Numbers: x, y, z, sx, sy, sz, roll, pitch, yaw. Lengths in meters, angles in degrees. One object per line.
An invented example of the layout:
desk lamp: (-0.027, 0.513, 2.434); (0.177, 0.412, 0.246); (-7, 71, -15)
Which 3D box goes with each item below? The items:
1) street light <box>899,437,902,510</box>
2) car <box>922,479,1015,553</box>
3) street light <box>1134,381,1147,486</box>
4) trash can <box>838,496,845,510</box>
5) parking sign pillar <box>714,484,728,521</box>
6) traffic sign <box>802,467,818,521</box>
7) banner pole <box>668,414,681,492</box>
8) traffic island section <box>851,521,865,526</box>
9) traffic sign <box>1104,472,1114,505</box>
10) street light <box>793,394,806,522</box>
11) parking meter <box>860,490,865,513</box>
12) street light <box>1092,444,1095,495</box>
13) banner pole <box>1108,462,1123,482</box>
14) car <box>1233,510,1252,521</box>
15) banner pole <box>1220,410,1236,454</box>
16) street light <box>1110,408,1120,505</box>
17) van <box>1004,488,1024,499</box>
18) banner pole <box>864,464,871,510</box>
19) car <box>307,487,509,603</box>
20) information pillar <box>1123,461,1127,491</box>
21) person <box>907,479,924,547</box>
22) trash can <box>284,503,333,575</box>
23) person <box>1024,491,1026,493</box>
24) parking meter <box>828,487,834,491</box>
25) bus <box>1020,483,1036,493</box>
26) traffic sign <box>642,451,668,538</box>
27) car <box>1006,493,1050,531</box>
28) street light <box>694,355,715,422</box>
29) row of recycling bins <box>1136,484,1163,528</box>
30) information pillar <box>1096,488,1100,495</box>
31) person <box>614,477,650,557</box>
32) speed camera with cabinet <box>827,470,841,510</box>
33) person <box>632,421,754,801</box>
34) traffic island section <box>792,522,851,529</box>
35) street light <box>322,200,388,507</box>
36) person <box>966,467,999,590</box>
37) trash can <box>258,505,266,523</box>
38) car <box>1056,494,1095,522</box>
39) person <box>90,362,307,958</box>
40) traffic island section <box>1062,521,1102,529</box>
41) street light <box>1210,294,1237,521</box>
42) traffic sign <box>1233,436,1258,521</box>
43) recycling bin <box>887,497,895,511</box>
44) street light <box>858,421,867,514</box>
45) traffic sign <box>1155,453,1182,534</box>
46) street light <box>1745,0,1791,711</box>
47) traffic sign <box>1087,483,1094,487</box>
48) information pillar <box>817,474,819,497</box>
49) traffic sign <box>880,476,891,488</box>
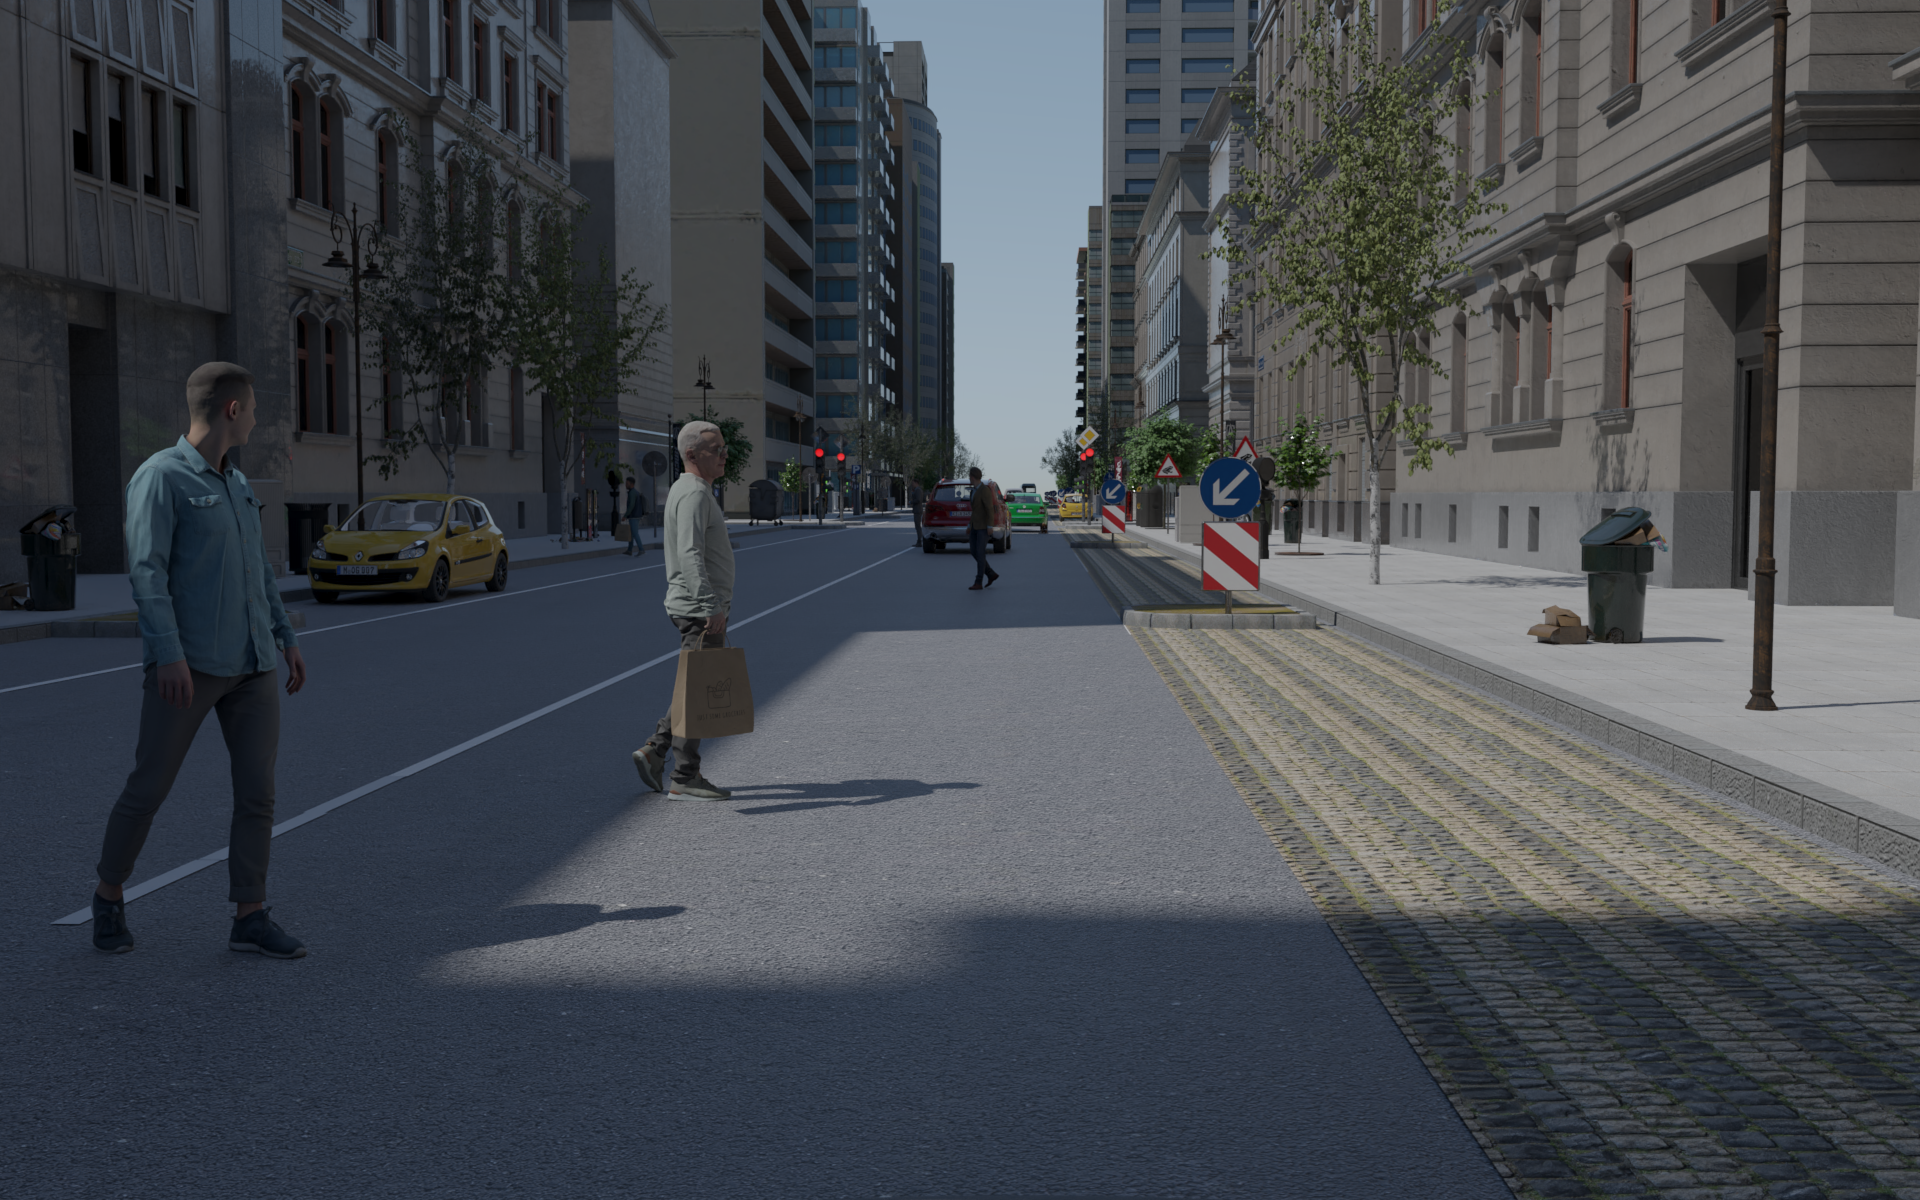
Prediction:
street light: (-4.771, -10.282, 140.890); (0.468, 5.910, 1.993); (0, 4, 2)
car: (0.216, -2.133, 43.545); (2.281, 1.827, 5.304); (0, 4, 4)
street light: (7.340, -5.988, 70.695); (0.468, 5.910, 1.993); (0, 4, 2)
trash can: (-9.685, -7.955, 141.715); (0.748, 1.137, 0.748); (0, 3, 0)
parking sign pillar: (-11.909, -5.808, 83.436); (1.447, 3.967, 1.447); (2, 4, 26)
traffic sign: (-7.080, -4.987, 81.643); (0.768, 2.556, 0.104); (1, 4, 10)
banner pole: (-8.918, -3.917, 54.054); (0.401, 3.779, 0.863); (-3, 5, -42)
traffic island section: (-5.456, -3.513, 79.712); (2.009, 0.180, 2.903); (0, 4, 2)
traffic sign: (8.809, -6.205, 101.554); (0.768, 2.556, 0.104); (1, 4, 10)
street light: (-7.370, -6.556, 79.977); (0.468, 5.910, 1.993); (0, 4, 2)
parking meter: (-6.578, -6.609, 116.467); (0.372, 1.533, 0.369); (0, 3, 0)
street light: (9.625, -9.231, 123.716); (0.468, 5.910, 1.993); (0, 4, 2)
banner pole: (11.009, -8.203, 124.136); (0.863, 3.779, 0.401); (1, 4, 12)
car: (13.495, -3.791, 73.984); (4.499, 1.417, 2.014); (0, 4, 4)
banner pole: (7.943, -3.766, 51.590); (0.863, 3.779, 0.401); (-3, 5, -40)
street light: (8.331, -7.358, 93.086); (0.468, 5.910, 1.993); (0, 4, 2)
van: (3.897, -7.177, 124.360); (2.013, 2.044, 4.112); (0, 4, 1)
banner pole: (-7.693, -9.362, 143.085); (0.863, 3.779, 0.401); (2, 4, 29)
car: (-7.635, -0.851, 24.130); (2.015, 1.641, 3.980); (0, 4, 3)
information pillar: (11.606, -8.023, 122.526); (0.504, 3.616, 0.183); (-3, 4, -38)
person: (-1.212, -2.368, 47.016); (0.447, 1.846, 0.655); (0, 4, 1)
trash can: (-10.381, -0.975, 27.602); (0.748, 1.137, 0.748); (0, 3, 0)
person: (6.554, -10.011, 173.125); (0.756, 1.711, 0.436); (-1, 4, -9)
parking meter: (-9.684, -7.617, 130.252); (0.255, 1.863, 0.399); (2, 4, 34)
bus: (11.848, -18.885, 303.621); (2.948, 3.499, 13.247); (0, 4, 0)
traffic sign: (-8.988, -3.113, 51.006); (0.768, 2.556, 0.104); (0, 4, 3)
car: (2.452, -3.508, 66.159); (1.959, 1.807, 4.718); (0, 4, 2)
street light: (-8.470, -5.184, 57.553); (0.468, 5.910, 1.993); (0, 4, 2)
row of recycling bins: (7.467, -3.718, 67.908); (1.069, 1.692, 3.534); (0, 4, 3)
information pillar: (11.630, -8.642, 145.795); (0.304, 2.012, 0.304); (1, 4, 13)
person: (-7.451, -1.885, 39.297); (0.713, 1.824, 0.794); (1, 4, 18)
speed camera with cabinet: (-10.487, -9.118, 143.412); (0.660, 3.252, 2.038); (2, 4, 32)
person: (-1.242, 0.062, 7.980); (0.515, 1.767, 0.782); (-1, 4, -14)
traffic island section: (-5.795, -3.025, 71.734); (2.009, 0.180, 2.903); (0, 4, 2)
street light: (-9.587, -3.352, 27.598); (0.468, 5.910, 1.993); (0, 4, 2)
person: (0.305, -1.087, 26.188); (0.656, 1.842, 0.836); (2, 4, 34)
trash can: (-9.669, -0.704, 23.171); (0.748, 1.137, 0.748); (0, 3, 0)
car: (6.004, -4.865, 89.766); (2.015, 1.641, 3.980); (0, 4, 2)
person: (-2.382, 0.179, 5.433); (0.748, 1.841, 0.638); (2, 4, 28)
traffic island section: (5.675, -3.483, 79.236); (2.009, 0.180, 2.903); (0, 4, 2)
street light: (6.084, -4.123, 40.198); (0.468, 5.910, 1.993); (0, 4, 2)
traffic sign: (6.345, -2.359, 38.567); (0.884, 2.594, 0.081); (0, 4, 6)
recycling bin: (-5.350, -7.267, 131.364); (0.722, 1.027, 0.722); (1, 4, 9)
street light: (-6.182, -8.388, 109.929); (0.468, 5.910, 1.993); (0, 4, 2)
traffic sign: (6.655, -3.385, 55.346); (0.884, 2.594, 0.081); (1, 4, 12)
street light: (4.775, -2.285, 10.141); (0.468, 5.910, 1.993); (0, 4, 2)
traffic sign: (10.095, -8.164, 133.582); (0.768, 2.556, 0.104); (0, 4, 6)
information pillar: (-12.502, -9.821, 151.925); (0.183, 3.616, 0.504); (2, 4, 34)
traffic sign: (-5.282, -7.514, 122.953); (0.768, 2.556, 0.104); (0, 4, 7)
